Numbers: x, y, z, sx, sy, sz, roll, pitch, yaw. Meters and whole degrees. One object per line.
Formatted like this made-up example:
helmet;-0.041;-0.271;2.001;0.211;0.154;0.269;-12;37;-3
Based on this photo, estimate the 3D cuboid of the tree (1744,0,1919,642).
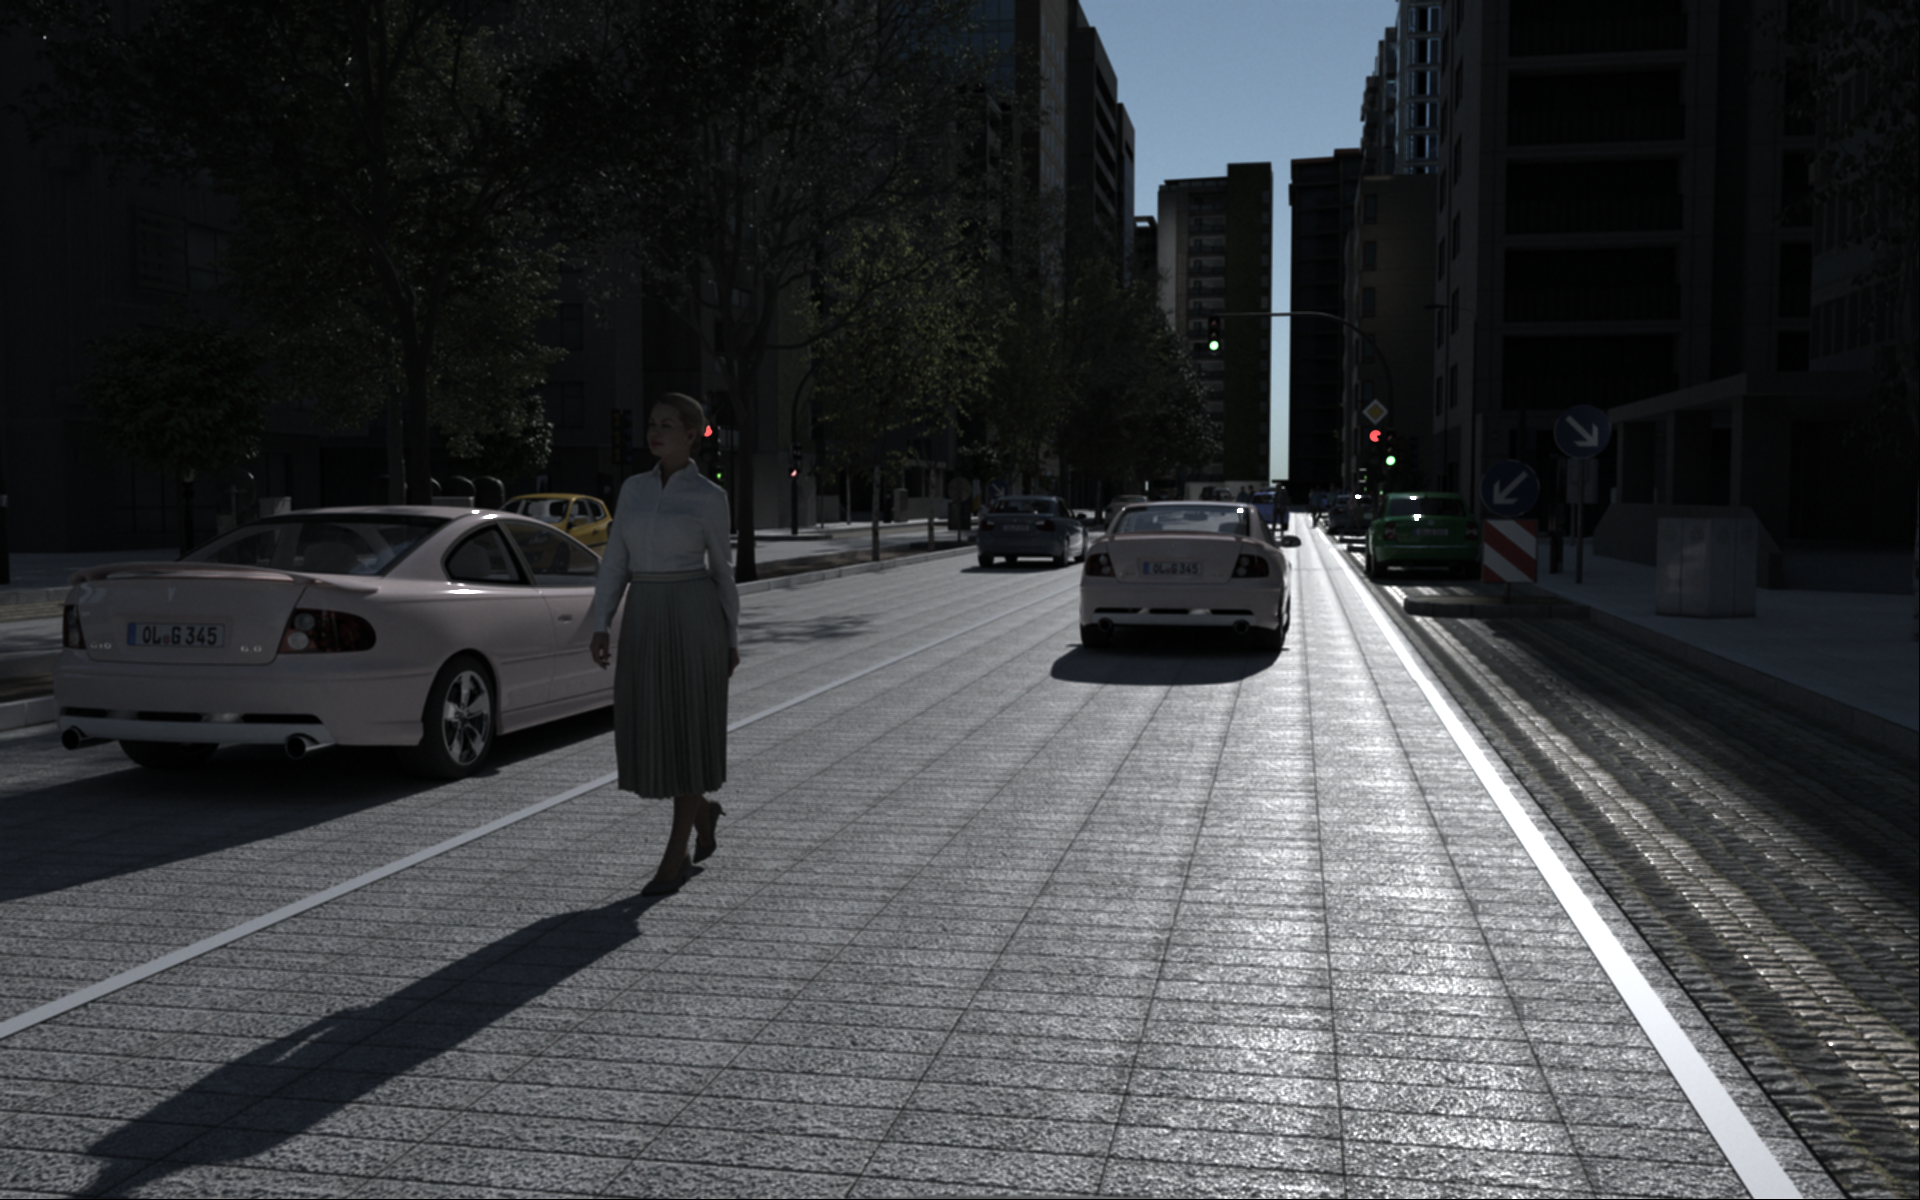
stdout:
tree;8.610;-3.946;14.877;4.360;8.622;3.978;0;3;0

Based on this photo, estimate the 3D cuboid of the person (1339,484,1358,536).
person;12.328;-2.796;54.894;0.598;1.740;0.731;1;4;10

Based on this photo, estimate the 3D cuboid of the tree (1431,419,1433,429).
tree;27.093;-8.622;91.330;4.360;8.622;3.978;0;3;0

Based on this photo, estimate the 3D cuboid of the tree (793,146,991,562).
tree;-1.742;-5.112;36.394;4.360;8.622;3.978;0;3;0

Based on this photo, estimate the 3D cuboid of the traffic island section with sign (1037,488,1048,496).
traffic island section with sign;5.022;-5.936;105.685;1.989;1.847;2.006;1;4;11

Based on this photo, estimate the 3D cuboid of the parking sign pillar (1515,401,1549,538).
parking sign pillar;16.513;-3.802;50.627;1.447;3.967;1.447;1;4;13

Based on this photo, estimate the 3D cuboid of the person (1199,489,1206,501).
person;20.010;-8.171;142.113;0.705;1.823;1.348;-2;4;-32

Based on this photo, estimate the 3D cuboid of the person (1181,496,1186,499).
person;25.728;-11.770;200.881;1.348;1.831;0.705;-3;4;-37

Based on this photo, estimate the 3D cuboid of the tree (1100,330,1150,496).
tree;6.081;-7.528;75.897;4.360;8.622;3.978;0;3;0

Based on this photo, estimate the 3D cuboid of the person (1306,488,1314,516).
person;22.946;-6.392;113.234;0.478;1.798;0.641;-3;5;-40

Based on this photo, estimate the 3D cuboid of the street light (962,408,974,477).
street light;0.663;-7.330;92.388;1.470;5.913;1.316;1;4;11

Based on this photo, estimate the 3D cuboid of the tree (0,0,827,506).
tree;-5.170;-4.904;17.054;8.767;10.594;7.601;1;4;11

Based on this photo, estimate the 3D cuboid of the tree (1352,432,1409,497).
tree;21.712;-6.433;88.890;4.285;4.588;4.351;0;3;0

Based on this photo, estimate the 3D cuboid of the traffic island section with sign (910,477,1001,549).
traffic island section with sign;-0.136;-2.287;45.534;2.006;1.907;1.989;1;4;11

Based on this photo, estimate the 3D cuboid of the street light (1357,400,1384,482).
street light;20.288;-6.905;85.439;1.470;5.913;1.316;1;4;11

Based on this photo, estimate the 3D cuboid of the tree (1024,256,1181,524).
tree;6.514;-9.861;81.815;7.486;12.596;7.792;0;3;0

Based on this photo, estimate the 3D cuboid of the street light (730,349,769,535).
street light;-6.665;-5.014;54.513;1.470;5.913;1.316;1;4;11

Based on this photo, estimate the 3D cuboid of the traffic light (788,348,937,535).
traffic light;-3.100;-4.846;53.898;4.771;5.953;1.251;1;4;11

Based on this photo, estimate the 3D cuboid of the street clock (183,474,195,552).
street clock;-17.226;-2.082;38.619;0.471;2.002;0.358;-3;5;-41

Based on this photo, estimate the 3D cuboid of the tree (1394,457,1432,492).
tree;20.777;-5.219;79.928;1.663;3.219;1.824;0;3;0

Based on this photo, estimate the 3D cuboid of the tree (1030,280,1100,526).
tree;2.469;-6.505;59.182;4.360;8.622;3.978;0;3;0

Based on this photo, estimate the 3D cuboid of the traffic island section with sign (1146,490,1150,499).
traffic island section with sign;19.513;-10.532;180.826;1.989;1.847;2.006;1;4;11

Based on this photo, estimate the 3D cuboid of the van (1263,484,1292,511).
van;17.971;-5.628;99.026;2.013;2.044;4.112;1;4;9

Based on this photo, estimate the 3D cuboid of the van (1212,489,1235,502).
van;20.035;-7.677;132.533;2.013;2.044;4.112;1;4;10

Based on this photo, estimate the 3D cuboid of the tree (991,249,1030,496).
tree;-0.669;-5.447;41.883;4.360;8.622;3.978;0;3;0

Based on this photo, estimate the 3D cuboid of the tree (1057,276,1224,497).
tree;8.498;-10.444;90.221;9.611;12.733;9.660;0;3;0

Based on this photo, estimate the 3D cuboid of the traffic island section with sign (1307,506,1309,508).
traffic island section with sign;31.498;-8.706;150.967;1.989;1.847;2.006;1;4;11

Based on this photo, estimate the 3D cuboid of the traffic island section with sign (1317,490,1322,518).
traffic island section with sign;22.095;-5.725;102.227;1.989;1.847;2.006;1;4;11

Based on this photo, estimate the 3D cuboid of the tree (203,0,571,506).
tree;-12.267;-7.218;36.143;7.486;12.596;7.792;0;3;0

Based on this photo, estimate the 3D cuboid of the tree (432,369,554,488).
tree;-12.218;-3.787;45.633;4.285;4.588;4.351;0;3;0

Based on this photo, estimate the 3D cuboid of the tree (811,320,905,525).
tree;-4.482;-7.466;72.426;4.737;8.622;4.395;0;3;0

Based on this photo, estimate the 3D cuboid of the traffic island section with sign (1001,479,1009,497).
traffic island section with sign;1.276;-2.732;52.806;2.006;1.907;1.989;1;4;11

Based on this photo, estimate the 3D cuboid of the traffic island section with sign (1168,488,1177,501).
traffic island section with sign;15.495;-7.245;126.592;2.006;1.907;1.989;1;4;11

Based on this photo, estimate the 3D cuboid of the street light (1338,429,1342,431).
street light;27.812;-9.292;124.466;1.470;5.913;1.316;1;4;11

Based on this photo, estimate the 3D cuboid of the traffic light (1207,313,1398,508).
traffic light;8.593;-4.201;43.356;4.771;5.953;1.251;1;4;11

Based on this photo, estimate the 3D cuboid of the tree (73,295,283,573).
tree;-12.957;-2.764;28.908;4.285;4.588;4.351;0;3;0

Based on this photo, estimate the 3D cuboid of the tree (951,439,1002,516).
tree;1.028;-7.317;103.346;4.285;4.588;4.351;0;3;0

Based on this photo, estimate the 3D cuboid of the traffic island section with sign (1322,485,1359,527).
traffic island section with sign;16.984;-4.106;75.759;1.989;1.847;2.006;1;4;11

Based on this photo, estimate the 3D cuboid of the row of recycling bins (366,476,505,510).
row of recycling bins;-11.911;-1.991;39.665;1.069;1.692;3.534;3;4;36

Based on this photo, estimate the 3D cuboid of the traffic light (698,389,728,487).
traffic light;-6.682;-3.517;46.418;0.839;4.253;0.868;1;4;11

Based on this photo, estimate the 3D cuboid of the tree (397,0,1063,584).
tree;-3.391;-6.981;26.960;12.009;13.543;11.850;0;3;0

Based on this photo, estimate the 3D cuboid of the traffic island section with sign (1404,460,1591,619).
traffic island section with sign;6.396;-0.746;20.817;1.989;1.847;2.006;1;4;11

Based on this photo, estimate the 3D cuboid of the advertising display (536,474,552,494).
advertising display;-13.309;-3.069;55.398;0.123;1.923;0.974;-3;4;-37

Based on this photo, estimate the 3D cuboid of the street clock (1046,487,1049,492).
street clock;6.175;-7.178;121.924;0.471;2.002;0.358;-2;4;-33

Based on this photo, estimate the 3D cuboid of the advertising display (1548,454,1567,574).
advertising display;9.721;-1.405;28.182;0.123;1.923;0.974;2;4;28

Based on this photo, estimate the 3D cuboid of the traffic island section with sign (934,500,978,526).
traffic island section with sign;-0.076;-4.317;79.214;1.989;1.847;2.006;1;4;11

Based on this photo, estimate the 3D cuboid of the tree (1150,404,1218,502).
tree;12.727;-10.795;113.370;8.767;10.594;7.601;1;4;11

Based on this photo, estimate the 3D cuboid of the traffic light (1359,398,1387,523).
traffic light;12.176;-3.793;50.943;0.839;4.253;0.868;1;4;11

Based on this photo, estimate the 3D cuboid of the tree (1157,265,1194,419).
tree;3.983;-9.440;67.163;12.009;13.543;11.850;0;3;0

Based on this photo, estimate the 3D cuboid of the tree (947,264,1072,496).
tree;1.534;-6.184;53.930;4.737;8.622;4.395;0;3;0

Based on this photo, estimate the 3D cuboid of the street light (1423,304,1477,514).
street light;12.002;-4.270;42.360;1.470;5.913;1.316;1;4;11

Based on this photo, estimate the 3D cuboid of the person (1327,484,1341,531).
person;14.324;-3.524;66.135;0.660;1.820;0.620;2;4;30

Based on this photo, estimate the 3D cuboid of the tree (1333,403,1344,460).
tree;29.778;-10.898;128.543;4.360;8.622;3.978;0;3;0

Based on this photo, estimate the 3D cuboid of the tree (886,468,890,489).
tree;-4.470;-6.710;104.303;1.663;3.219;1.824;0;3;0

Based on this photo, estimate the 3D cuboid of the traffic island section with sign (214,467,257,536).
traffic island section with sign;-10.620;-0.974;24.556;1.989;1.847;2.006;1;4;11
